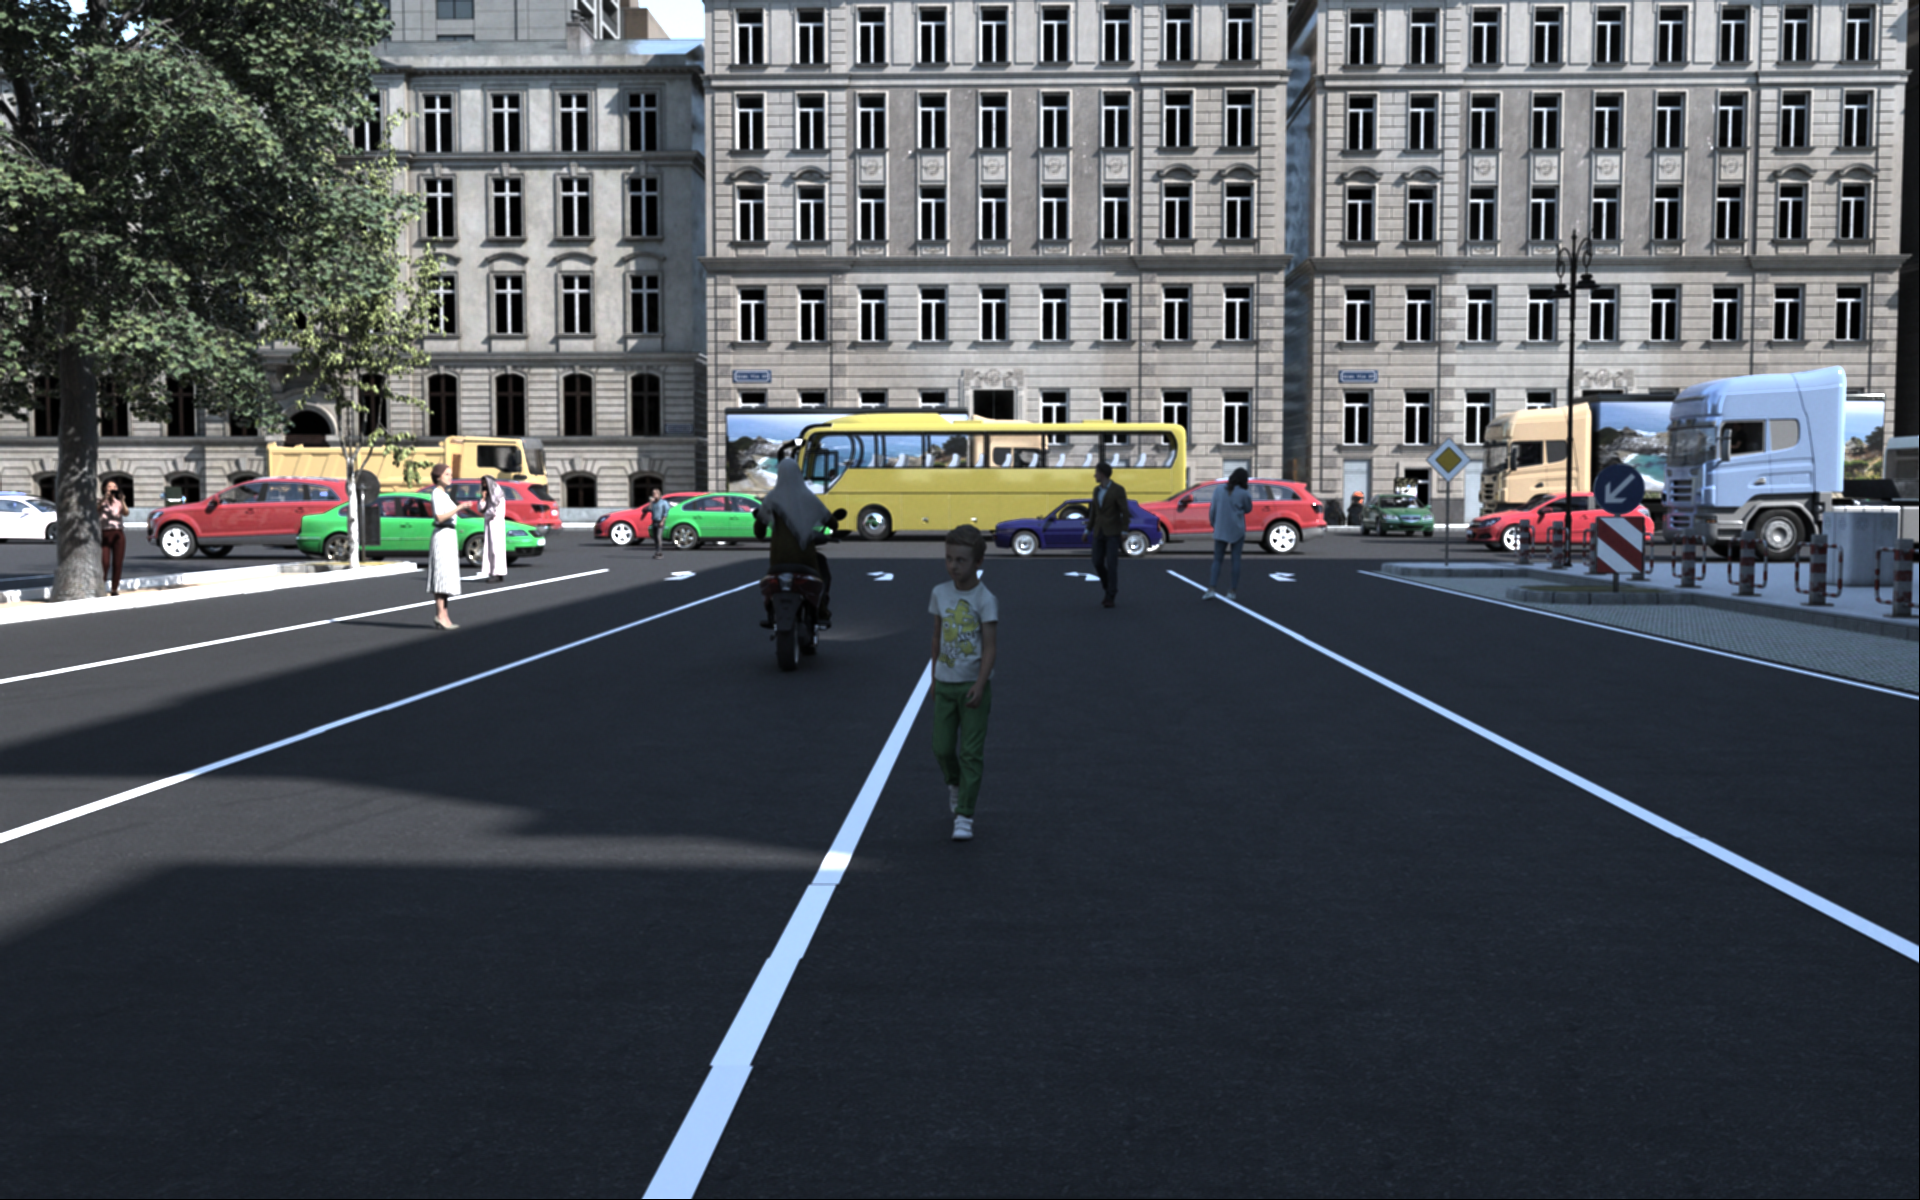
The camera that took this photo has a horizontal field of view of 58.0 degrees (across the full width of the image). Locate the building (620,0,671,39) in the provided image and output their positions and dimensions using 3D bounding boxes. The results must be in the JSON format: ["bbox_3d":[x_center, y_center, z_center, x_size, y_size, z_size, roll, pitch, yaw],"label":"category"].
[{"bbox_3d":[-33.684,-31.087,158.377,14.600,45.320,14.200,0,4,2],"label":"building"}]

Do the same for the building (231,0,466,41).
[{"bbox_3d":[-64.389,-45.229,177.748,20.611,71.187,20.563,0,4,2],"label":"building"}]

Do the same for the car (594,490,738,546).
[{"bbox_3d":[-7.979,-2.406,48.374,4.494,1.783,2.155,0,4,1],"label":"car"}]

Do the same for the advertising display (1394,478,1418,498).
[{"bbox_3d":[17.396,-3.814,67.578,0.974,1.923,0.123,-1,4,-13],"label":"advertising display"}]

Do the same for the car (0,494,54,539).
[{"bbox_3d":[-29.502,-2.752,54.787,4.222,1.686,2.009,0,3,0],"label":"car"}]

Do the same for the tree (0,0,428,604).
[{"bbox_3d":[-11.591,-6.930,22.425,9.857,13.997,8.962,0,3,0],"label":"tree"}]

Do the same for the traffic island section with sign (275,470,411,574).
[{"bbox_3d":[-11.217,-1.452,31.881,2.006,1.907,1.989,0,4,2],"label":"traffic island section with sign"}]

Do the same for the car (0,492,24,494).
[{"bbox_3d":[-34.430,-3.269,63.044,3.694,1.707,1.945,0,4,1],"label":"car"}]

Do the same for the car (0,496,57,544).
[{"bbox_3d":[-27.303,-2.342,50.659,4.827,1.381,2.083,0,4,3],"label":"car"}]

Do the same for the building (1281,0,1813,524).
[{"bbox_3d":[27.114,-17.150,77.663,25.104,27.353,12.463,0,4,2],"label":"building"}]

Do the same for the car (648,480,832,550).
[{"bbox_3d":[-5.671,-2.207,44.883,4.718,1.807,1.959,0,4,0],"label":"car"}]

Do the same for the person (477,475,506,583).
[{"bbox_3d":[-7.641,-1.167,28.244,0.551,1.740,0.621,2,4,25],"label":"person"}]

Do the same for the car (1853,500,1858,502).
[{"bbox_3d":[27.184,-2.731,53.450,4.718,1.807,1.959,0,4,1],"label":"car"}]

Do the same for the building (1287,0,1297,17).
[{"bbox_3d":[49.566,-48.951,238.606,20.611,71.187,20.563,0,4,2],"label":"building"}]

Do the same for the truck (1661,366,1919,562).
[{"bbox_3d":[24.284,-2.911,37.346,18.799,4.110,2.967,0,4,1],"label":"truck"}]

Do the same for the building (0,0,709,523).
[{"bbox_3d":[-28.241,-15.985,80.436,34.723,24.649,14.460,0,4,2],"label":"building"}]

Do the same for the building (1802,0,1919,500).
[{"bbox_3d":[52.813,-17.046,75.967,25.104,27.353,12.463,0,4,2],"label":"building"}]

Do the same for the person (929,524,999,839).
[{"bbox_3d":[0.016,0.328,7.391,0.306,1.304,0.590,0,4,5],"label":"person"}]

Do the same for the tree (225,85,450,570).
[{"bbox_3d":[-10.610,-4.717,29.942,4.737,8.622,4.395,0,3,0],"label":"tree"}]

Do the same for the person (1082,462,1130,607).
[{"bbox_3d":[1.870,-0.844,22.213,0.656,1.842,0.836,1,4,15],"label":"person"}]

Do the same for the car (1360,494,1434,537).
[{"bbox_3d":[15.045,-2.934,59.770,2.131,1.459,4.920,0,4,2],"label":"car"}]

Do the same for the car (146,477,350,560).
[{"bbox_3d":[-15.435,-1.837,38.713,5.304,1.827,2.281,0,4,2],"label":"car"}]

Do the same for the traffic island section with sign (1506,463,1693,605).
[{"bbox_3d":[8.461,-0.893,23.229,1.989,1.847,2.006,0,4,2],"label":"traffic island section with sign"}]

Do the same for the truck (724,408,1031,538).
[{"bbox_3d":[-1.990,-4.184,57.323,11.283,4.237,2.839,0,4,0],"label":"truck"}]

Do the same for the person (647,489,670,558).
[{"bbox_3d":[-6.741,-1.712,38.702,0.429,1.552,0.499,-3,4,-36],"label":"person"}]

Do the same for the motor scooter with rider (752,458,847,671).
[{"bbox_3d":[-1.348,-0.351,14.706,0.876,1.779,1.986,0,4,1],"label":"motor scooter with rider"}]

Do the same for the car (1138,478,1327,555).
[{"bbox_3d":[6.191,-2.037,41.973,5.304,1.827,2.281,0,4,3],"label":"car"}]

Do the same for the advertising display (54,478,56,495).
[{"bbox_3d":[-36.234,-3.929,69.447,0.123,1.923,0.974,-2,4,-28],"label":"advertising display"}]

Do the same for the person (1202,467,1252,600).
[{"bbox_3d":[3.641,-0.905,23.560,0.793,1.790,0.793,-1,4,-18],"label":"person"}]

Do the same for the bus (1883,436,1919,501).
[{"bbox_3d":[36.777,-3.685,55.106,13.247,3.499,2.948,0,4,3],"label":"bus"}]

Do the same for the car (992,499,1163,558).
[{"bbox_3d":[2.693,-1.673,39.940,3.894,1.354,1.945,0,4,3],"label":"car"}]

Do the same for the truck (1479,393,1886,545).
[{"bbox_3d":[20.138,-3.713,49.613,11.283,4.237,2.839,0,4,2],"label":"truck"}]

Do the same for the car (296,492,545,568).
[{"bbox_3d":[-10.653,-1.565,34.391,4.718,1.807,1.959,0,4,0],"label":"car"}]

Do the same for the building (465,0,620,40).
[{"bbox_3d":[-36.491,-42.939,140.299,20.563,71.187,20.611,0,4,2],"label":"building"}]

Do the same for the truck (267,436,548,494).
[{"bbox_3d":[-18.182,-3.845,58.787,9.791,3.379,3.469,0,4,1],"label":"truck"}]

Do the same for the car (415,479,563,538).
[{"bbox_3d":[-12.738,-2.137,43.606,5.304,1.827,2.281,0,4,0],"label":"car"}]

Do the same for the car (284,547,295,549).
[{"bbox_3d":[-16.845,-2.258,46.515,1.945,1.707,3.694,0,4,2],"label":"car"}]

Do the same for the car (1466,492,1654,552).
[{"bbox_3d":[14.978,-2.099,43.367,4.494,1.783,2.155,0,4,2],"label":"car"}]

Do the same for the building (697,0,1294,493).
[{"bbox_3d":[1.598,-17.148,77.633,25.104,27.353,12.463,0,4,2],"label":"building"}]

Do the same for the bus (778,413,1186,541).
[{"bbox_3d":[0.704,-3.771,53.204,12.252,3.916,2.896,0,4,3],"label":"bus"}]
